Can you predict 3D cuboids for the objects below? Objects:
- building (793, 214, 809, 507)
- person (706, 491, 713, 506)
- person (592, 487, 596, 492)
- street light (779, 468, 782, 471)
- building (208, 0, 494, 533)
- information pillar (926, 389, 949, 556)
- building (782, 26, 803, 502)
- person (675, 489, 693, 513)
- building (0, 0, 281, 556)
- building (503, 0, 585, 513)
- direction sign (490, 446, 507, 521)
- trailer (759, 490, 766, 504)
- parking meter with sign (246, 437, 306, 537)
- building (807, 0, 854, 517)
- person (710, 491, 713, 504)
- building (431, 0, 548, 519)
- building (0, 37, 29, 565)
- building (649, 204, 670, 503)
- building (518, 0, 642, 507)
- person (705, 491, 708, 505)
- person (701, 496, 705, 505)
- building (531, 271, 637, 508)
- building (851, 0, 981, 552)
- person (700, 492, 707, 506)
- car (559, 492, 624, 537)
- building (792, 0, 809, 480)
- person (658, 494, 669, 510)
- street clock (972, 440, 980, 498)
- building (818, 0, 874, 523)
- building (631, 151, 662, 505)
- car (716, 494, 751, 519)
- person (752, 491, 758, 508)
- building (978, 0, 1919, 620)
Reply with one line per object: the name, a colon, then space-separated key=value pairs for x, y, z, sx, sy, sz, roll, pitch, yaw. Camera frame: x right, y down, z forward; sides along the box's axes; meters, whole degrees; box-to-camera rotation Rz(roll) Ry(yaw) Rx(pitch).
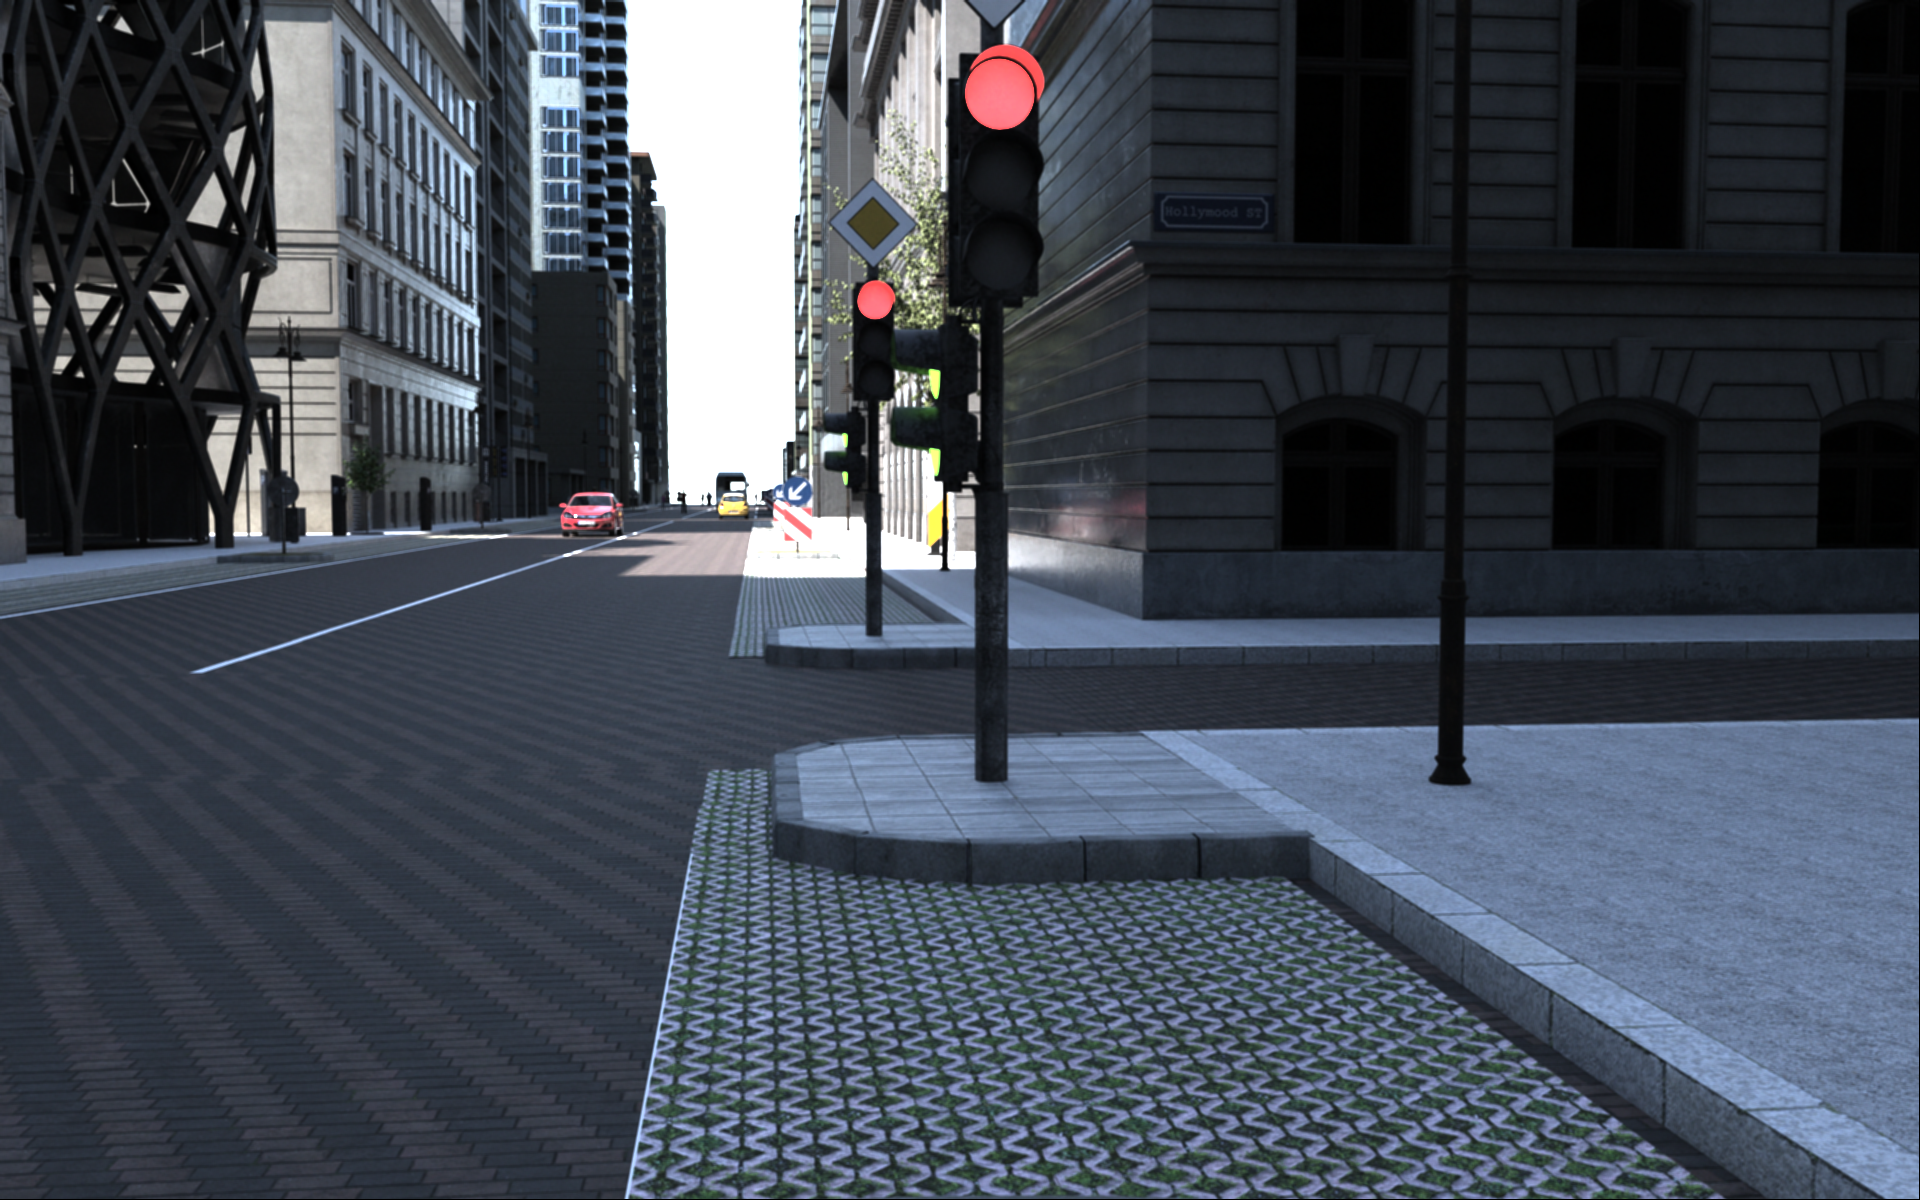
building: x=-10.395 y=-25.059 z=181.414 sx=14.160 sy=30.474 sz=14.107 roll=0 pitch=4 yaw=-7
person: x=-30.282 y=-12.274 z=209.169 sx=0.705 sy=1.826 sz=1.348 roll=2 pitch=4 yaw=30
person: x=-19.649 y=-5.171 z=93.122 sx=0.705 sy=1.814 sz=1.350 roll=2 pitch=4 yaw=32
street light: x=-22.153 y=-15.002 z=218.065 sx=0.468 sy=5.910 sz=1.993 roll=0 pitch=4 yaw=-7
building: x=-29.046 y=-14.441 z=69.398 sx=16.112 sy=22.955 sz=30.059 roll=0 pitch=4 yaw=-7
information pillar: x=-0.436 y=-2.720 z=35.829 sx=0.504 sy=3.616 sz=0.183 roll=2 pitch=4 yaw=24
building: x=-12.822 y=-56.304 z=233.234 sx=22.319 sy=86.520 sz=31.000 roll=0 pitch=4 yaw=-7
person: x=-20.573 y=-7.380 z=129.096 sx=1.348 sy=1.831 sz=0.705 roll=0 pitch=4 yaw=3
building: x=-25.440 y=-10.590 z=40.604 sx=16.820 sy=18.784 sz=16.811 roll=0 pitch=4 yaw=-7
building: x=-43.083 y=-26.191 z=120.102 sx=32.217 sy=40.220 sz=23.993 roll=0 pitch=4 yaw=-7
direction sign: x=-21.743 y=-5.484 z=81.667 sx=0.876 sy=3.537 sz=0.379 roll=-3 pitch=5 yaw=-44
trailer: x=-27.407 y=-14.412 z=242.686 sx=1.471 sy=1.999 sz=3.904 roll=0 pitch=4 yaw=-6
parking meter with sign: x=-20.821 y=-3.447 z=52.618 sx=1.738 sy=3.016 sz=0.543 roll=-3 pitch=5 yaw=-45
building: x=-1.943 y=-25.575 z=101.743 sx=14.154 sy=41.232 sz=14.086 roll=0 pitch=4 yaw=-7
person: x=-35.341 y=-14.576 z=246.685 sx=0.599 sy=1.838 sz=0.709 roll=0 pitch=4 yaw=-2
building: x=-34.611 y=-40.310 z=97.323 sx=20.563 sy=71.187 sz=20.611 roll=0 pitch=4 yaw=-7
building: x=-21.030 y=-9.636 z=22.172 sx=10.561 sy=19.102 sz=19.286 roll=0 pitch=4 yaw=-7
building: x=-47.404 y=-33.863 z=237.252 sx=14.154 sy=41.232 sz=14.086 roll=0 pitch=4 yaw=-7
building: x=-45.234 y=-53.291 z=183.971 sx=22.319 sy=86.520 sz=31.000 roll=0 pitch=4 yaw=-7
person: x=-31.853 y=-12.835 z=218.495 sx=0.705 sy=1.807 sz=1.348 roll=-2 pitch=4 yaw=-26
person: x=-32.232 y=-12.553 z=216.978 sx=0.421 sy=1.427 sz=0.697 roll=2 pitch=4 yaw=25
building: x=-42.744 y=-18.516 z=147.769 sx=27.650 sy=21.520 sz=28.899 roll=0 pitch=4 yaw=-7
building: x=4.169 y=-12.715 z=49.688 sx=13.314 sy=21.916 sz=24.055 roll=0 pitch=4 yaw=-7
person: x=-30.167 y=-11.852 z=202.998 sx=1.217 sy=1.735 sz=0.721 roll=0 pitch=4 yaw=0
car: x=-12.608 y=-3.086 z=59.502 sx=2.155 sy=1.783 sz=4.494 roll=0 pitch=4 yaw=-6
building: x=-2.755 y=-32.545 z=151.713 sx=23.786 sy=49.044 sz=30.456 roll=0 pitch=4 yaw=-7
person: x=-26.382 y=-8.705 z=154.058 sx=0.991 sy=1.433 sz=0.599 roll=-1 pitch=4 yaw=-15
street clock: x=0.328 y=-1.148 z=23.345 sx=0.471 sy=2.002 sz=0.358 roll=-3 pitch=5 yaw=-42
building: x=1.400 y=-15.743 z=76.470 sx=14.314 sy=24.678 sz=30.058 roll=0 pitch=4 yaw=-7
building: x=-48.887 y=-34.282 z=215.134 sx=22.147 sy=44.769 sz=28.867 roll=0 pitch=4 yaw=-7
car: x=-13.005 y=-5.461 z=99.515 sx=2.015 sy=1.641 sz=3.980 roll=0 pitch=4 yaw=-8
person: x=-21.493 y=-10.566 z=181.705 sx=0.568 sy=1.767 sz=0.683 roll=0 pitch=4 yaw=1
building: x=18.082 y=-12.528 z=23.922 sx=34.723 sy=24.649 sz=14.460 roll=0 pitch=4 yaw=-7
